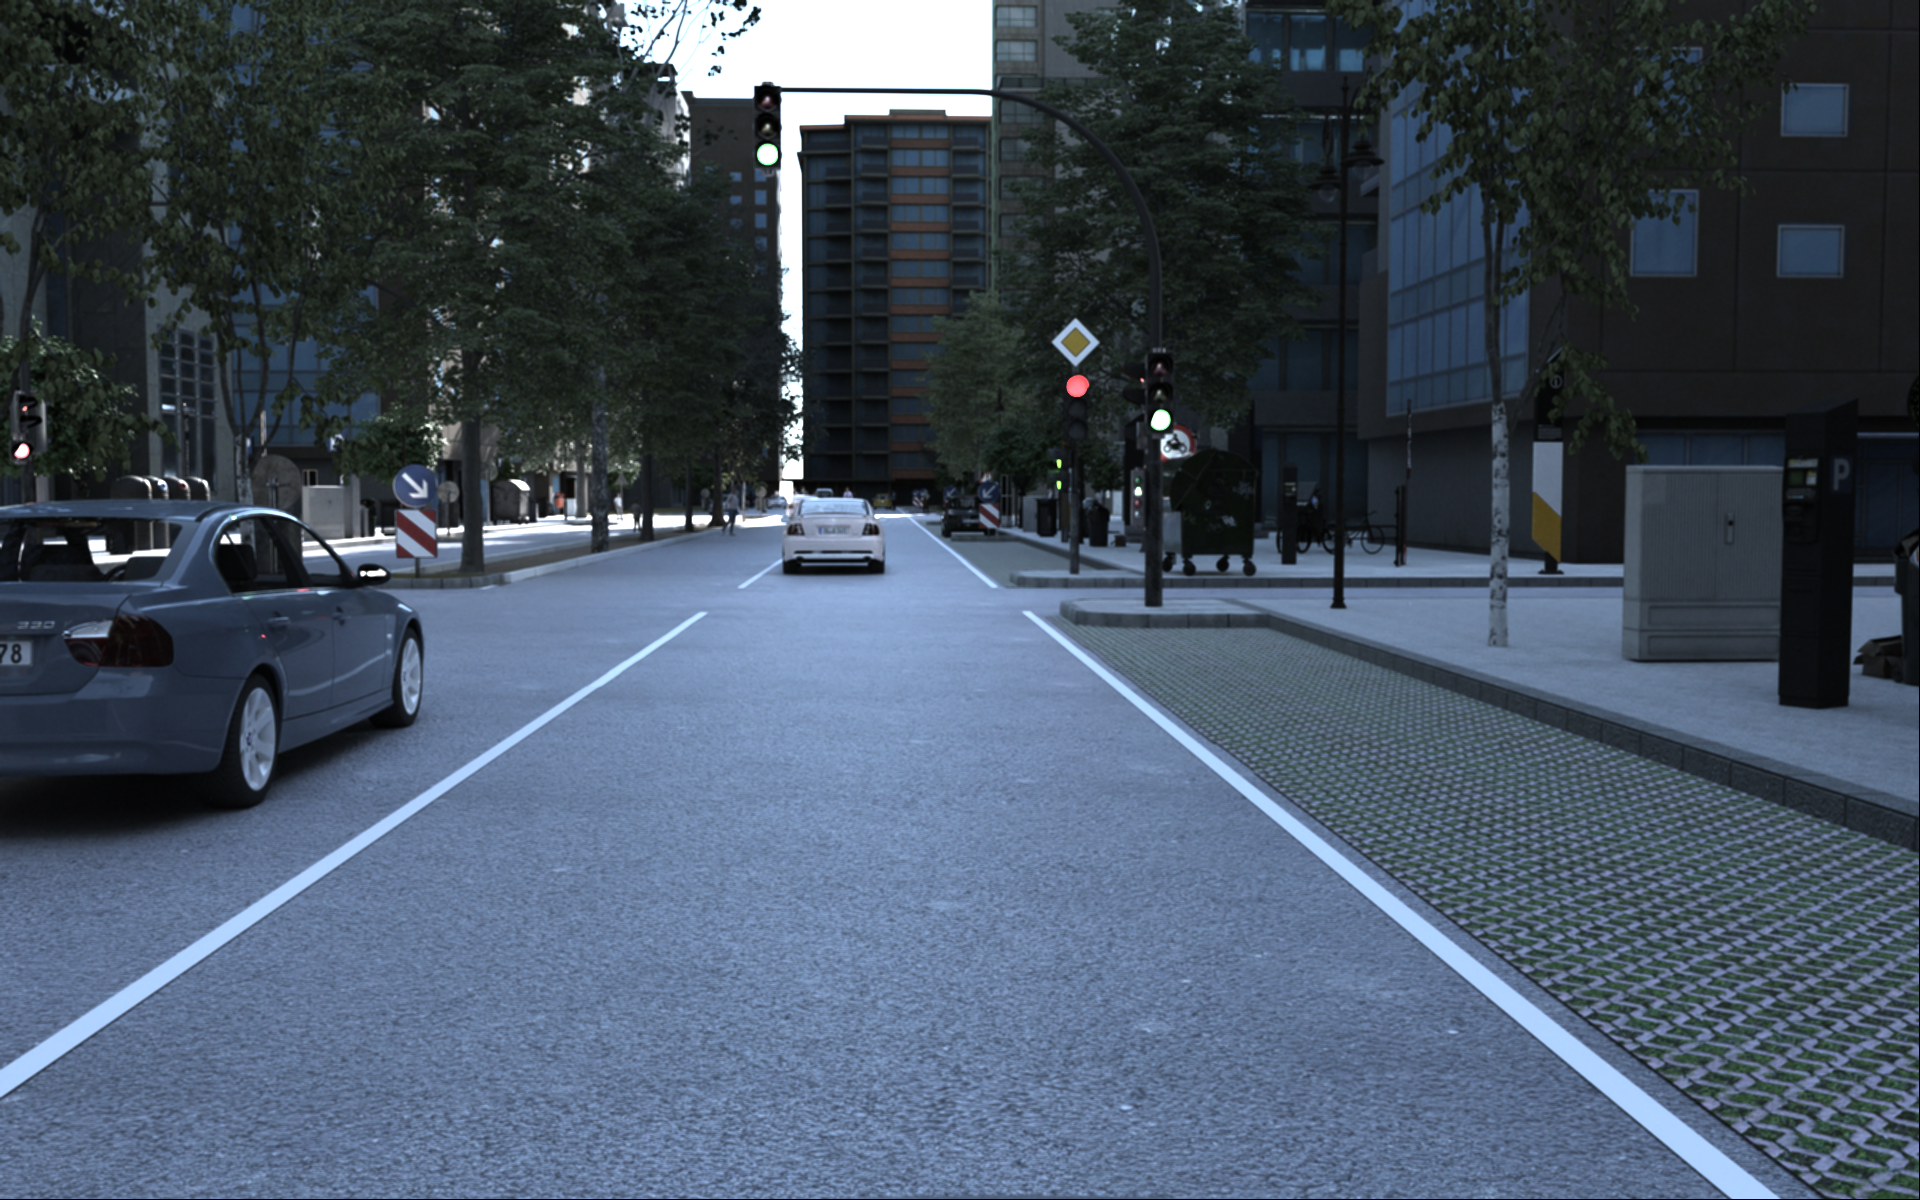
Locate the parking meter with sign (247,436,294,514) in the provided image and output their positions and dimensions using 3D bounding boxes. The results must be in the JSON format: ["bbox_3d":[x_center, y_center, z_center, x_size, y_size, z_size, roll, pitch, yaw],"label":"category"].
[{"bbox_3d":[-21.153,-3.465,52.909,0.543,3.016,1.738,1,4,22],"label":"parking meter with sign"}]

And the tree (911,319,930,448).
[{"bbox_3d":[1.139,-10.897,96.292,7.486,12.596,7.792,0,3,0],"label":"tree"}]

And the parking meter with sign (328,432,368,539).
[{"bbox_3d":[-17.530,-3.272,49.753,0.543,3.016,1.738,0,4,2],"label":"parking meter with sign"}]

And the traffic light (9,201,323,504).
[{"bbox_3d":[-12.391,-3.203,27.041,4.771,5.953,1.251,0,4,-3],"label":"traffic light"}]

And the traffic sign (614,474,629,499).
[{"bbox_3d":[-19.821,-6.203,101.425,0.884,2.594,0.081,0,4,-1],"label":"traffic sign"}]

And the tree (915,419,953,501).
[{"bbox_3d":[-1.554,-12.170,149.348,4.360,8.622,3.978,0,3,0],"label":"tree"}]

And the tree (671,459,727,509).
[{"bbox_3d":[-23.240,-10.163,149.874,4.285,4.588,4.351,0,3,0],"label":"tree"}]

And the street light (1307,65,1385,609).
[{"bbox_3d":[4.256,-2.845,19.299,0.468,5.910,1.993,0,4,-3],"label":"street light"}]

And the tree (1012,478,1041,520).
[{"bbox_3d":[3.124,-5.555,85.430,1.663,3.219,1.824,0,3,0],"label":"tree"}]

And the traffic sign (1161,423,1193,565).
[{"bbox_3d":[3.881,-1.911,31.344,0.768,2.556,0.104,0,4,3],"label":"traffic sign"}]

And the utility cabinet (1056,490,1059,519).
[{"bbox_3d":[5.436,-4.807,87.272,1.173,1.500,0.318,2,4,28],"label":"utility cabinet"}]

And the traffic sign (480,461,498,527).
[{"bbox_3d":[-18.405,-4.123,67.525,0.768,2.556,0.104,0,4,1],"label":"traffic sign"}]

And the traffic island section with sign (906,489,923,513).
[{"bbox_3d":[-2.842,-7.404,129.681,1.989,1.847,2.006,0,4,-3],"label":"traffic island section with sign"}]

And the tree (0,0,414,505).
[{"bbox_3d":[-7.538,-3.987,18.013,4.737,8.622,4.395,0,3,0],"label":"tree"}]

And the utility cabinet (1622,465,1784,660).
[{"bbox_3d":[5.731,-0.282,13.282,1.173,1.500,0.318,0,4,-4],"label":"utility cabinet"}]

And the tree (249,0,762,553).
[{"bbox_3d":[-10.013,-11.254,42.357,12.611,20.169,13.585,0,3,0],"label":"tree"}]

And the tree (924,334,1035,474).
[{"bbox_3d":[1.264,-11.252,109.731,9.928,11.665,9.643,0,3,0],"label":"tree"}]

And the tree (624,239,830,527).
[{"bbox_3d":[-10.541,-9.520,75.110,9.611,12.733,9.660,0,3,0],"label":"tree"}]

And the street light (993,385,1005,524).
[{"bbox_3d":[1.680,-6.178,73.801,0.468,5.910,1.993,0,4,-3],"label":"street light"}]

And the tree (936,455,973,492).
[{"bbox_3d":[2.177,-5.231,69.236,4.285,4.588,4.351,0,3,0],"label":"tree"}]

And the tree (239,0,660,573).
[{"bbox_3d":[-8.696,-6.722,30.487,7.486,12.596,7.792,0,3,0],"label":"tree"}]

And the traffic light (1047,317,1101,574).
[{"bbox_3d":[1.817,-2.370,27.676,0.839,4.253,0.868,0,4,-3],"label":"traffic light"}]

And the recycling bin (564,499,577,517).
[{"bbox_3d":[-21.628,-5.150,96.755,0.722,1.027,0.722,2,4,24],"label":"recycling bin"}]

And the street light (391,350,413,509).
[{"bbox_3d":[-17.857,-5.066,55.612,0.468,5.910,1.993,0,4,-3],"label":"street light"}]

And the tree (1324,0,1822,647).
[{"bbox_3d":[4.708,-3.903,14.169,4.737,8.622,4.395,0,3,0],"label":"tree"}]

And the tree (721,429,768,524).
[{"bbox_3d":[-10.844,-7.958,82.928,4.737,8.622,4.395,0,3,0],"label":"tree"}]

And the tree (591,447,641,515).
[{"bbox_3d":[-21.611,-7.624,108.366,4.285,4.588,4.351,0,3,0],"label":"tree"}]

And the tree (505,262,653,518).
[{"bbox_3d":[-19.915,-11.285,91.165,9.857,13.997,8.962,0,3,0],"label":"tree"}]

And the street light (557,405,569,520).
[{"bbox_3d":[-19.261,-6.830,84.450,0.468,5.910,1.993,0,4,-3],"label":"street light"}]

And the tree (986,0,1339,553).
[{"bbox_3d":[4.597,-7.307,37.599,7.486,12.596,7.792,0,3,0],"label":"tree"}]

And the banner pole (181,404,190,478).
[{"bbox_3d":[-21.326,-3.532,47.766,0.401,3.779,0.863,-3,4,-36],"label":"banner pole"}]

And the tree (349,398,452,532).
[{"bbox_3d":[-19.175,-4.629,59.396,4.285,4.588,4.351,0,3,0],"label":"tree"}]

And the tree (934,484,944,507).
[{"bbox_3d":[-1.941,-11.161,177.077,1.663,3.219,1.824,0,3,0],"label":"tree"}]

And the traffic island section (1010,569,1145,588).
[{"bbox_3d":[1.857,-0.337,27.791,2.009,0.180,2.903,0,4,-3],"label":"traffic island section"}]

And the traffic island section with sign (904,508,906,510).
[{"bbox_3d":[-4.089,-9.051,156.607,1.989,1.847,2.006,0,4,-3],"label":"traffic island section with sign"}]

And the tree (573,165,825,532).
[{"bbox_3d":[-10.094,-9.259,64.204,12.009,13.543,11.850,0,3,0],"label":"tree"}]

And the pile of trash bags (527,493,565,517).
[{"bbox_3d":[-24.075,-5.497,99.620,1.912,1.369,3.447,2,4,31],"label":"pile of trash bags"}]

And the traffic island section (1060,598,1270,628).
[{"bbox_3d":[2.226,0.151,19.815,2.009,0.180,2.903,0,4,-3],"label":"traffic island section"}]

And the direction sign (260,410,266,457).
[{"bbox_3d":[-18.866,-3.361,46.948,0.379,3.537,0.876,-1,4,-15],"label":"direction sign"}]

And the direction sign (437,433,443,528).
[{"bbox_3d":[-19.410,-4.444,64.650,0.379,3.537,0.876,-2,4,-27],"label":"direction sign"}]

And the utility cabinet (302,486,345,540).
[{"bbox_3d":[-17.386,-2.363,47.322,0.318,1.500,1.173,2,4,28],"label":"utility cabinet"}]

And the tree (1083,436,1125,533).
[{"bbox_3d":[4.756,-3.820,57.065,1.663,3.219,1.824,0,3,0],"label":"tree"}]

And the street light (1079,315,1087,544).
[{"bbox_3d":[3.123,-4.384,44.461,0.468,5.910,1.993,0,4,-3],"label":"street light"}]

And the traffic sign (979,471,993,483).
[{"bbox_3d":[1.352,-5.201,85.040,0.884,2.594,0.081,0,4,6],"label":"traffic sign"}]

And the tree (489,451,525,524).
[{"bbox_3d":[-19.224,-4.836,73.675,1.663,3.219,1.824,0,3,0],"label":"tree"}]

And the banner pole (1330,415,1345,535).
[{"bbox_3d":[11.800,-3.898,53.753,0.401,3.779,0.863,0,4,-6],"label":"banner pole"}]

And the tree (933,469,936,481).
[{"bbox_3d":[-0.499,-9.215,134.370,4.285,4.588,4.351,0,3,0],"label":"tree"}]

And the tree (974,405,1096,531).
[{"bbox_3d":[3.609,-4.736,61.144,4.285,4.588,4.351,0,3,0],"label":"tree"}]

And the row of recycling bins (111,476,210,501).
[{"bbox_3d":[-18.790,-2.054,40.700,1.069,1.692,3.534,0,4,3],"label":"row of recycling bins"}]

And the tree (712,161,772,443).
[{"bbox_3d":[-9.643,-8.083,52.746,7.486,12.596,7.792,0,3,0],"label":"tree"}]

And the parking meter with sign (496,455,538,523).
[{"bbox_3d":[-19.779,-4.967,77.466,1.738,3.016,0.543,0,4,2],"label":"parking meter with sign"}]

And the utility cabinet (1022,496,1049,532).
[{"bbox_3d":[2.530,-2.879,58.226,0.306,1.237,1.020,-3,4,-38],"label":"utility cabinet"}]

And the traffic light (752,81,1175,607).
[{"bbox_3d":[0.099,-2.740,19.462,4.771,5.953,1.251,0,4,-3],"label":"traffic light"}]

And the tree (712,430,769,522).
[{"bbox_3d":[-10.959,-8.241,87.568,4.360,8.622,3.978,0,3,0],"label":"tree"}]

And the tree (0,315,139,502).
[{"bbox_3d":[-16.981,-2.935,31.703,4.285,4.588,4.351,0,3,0],"label":"tree"}]
